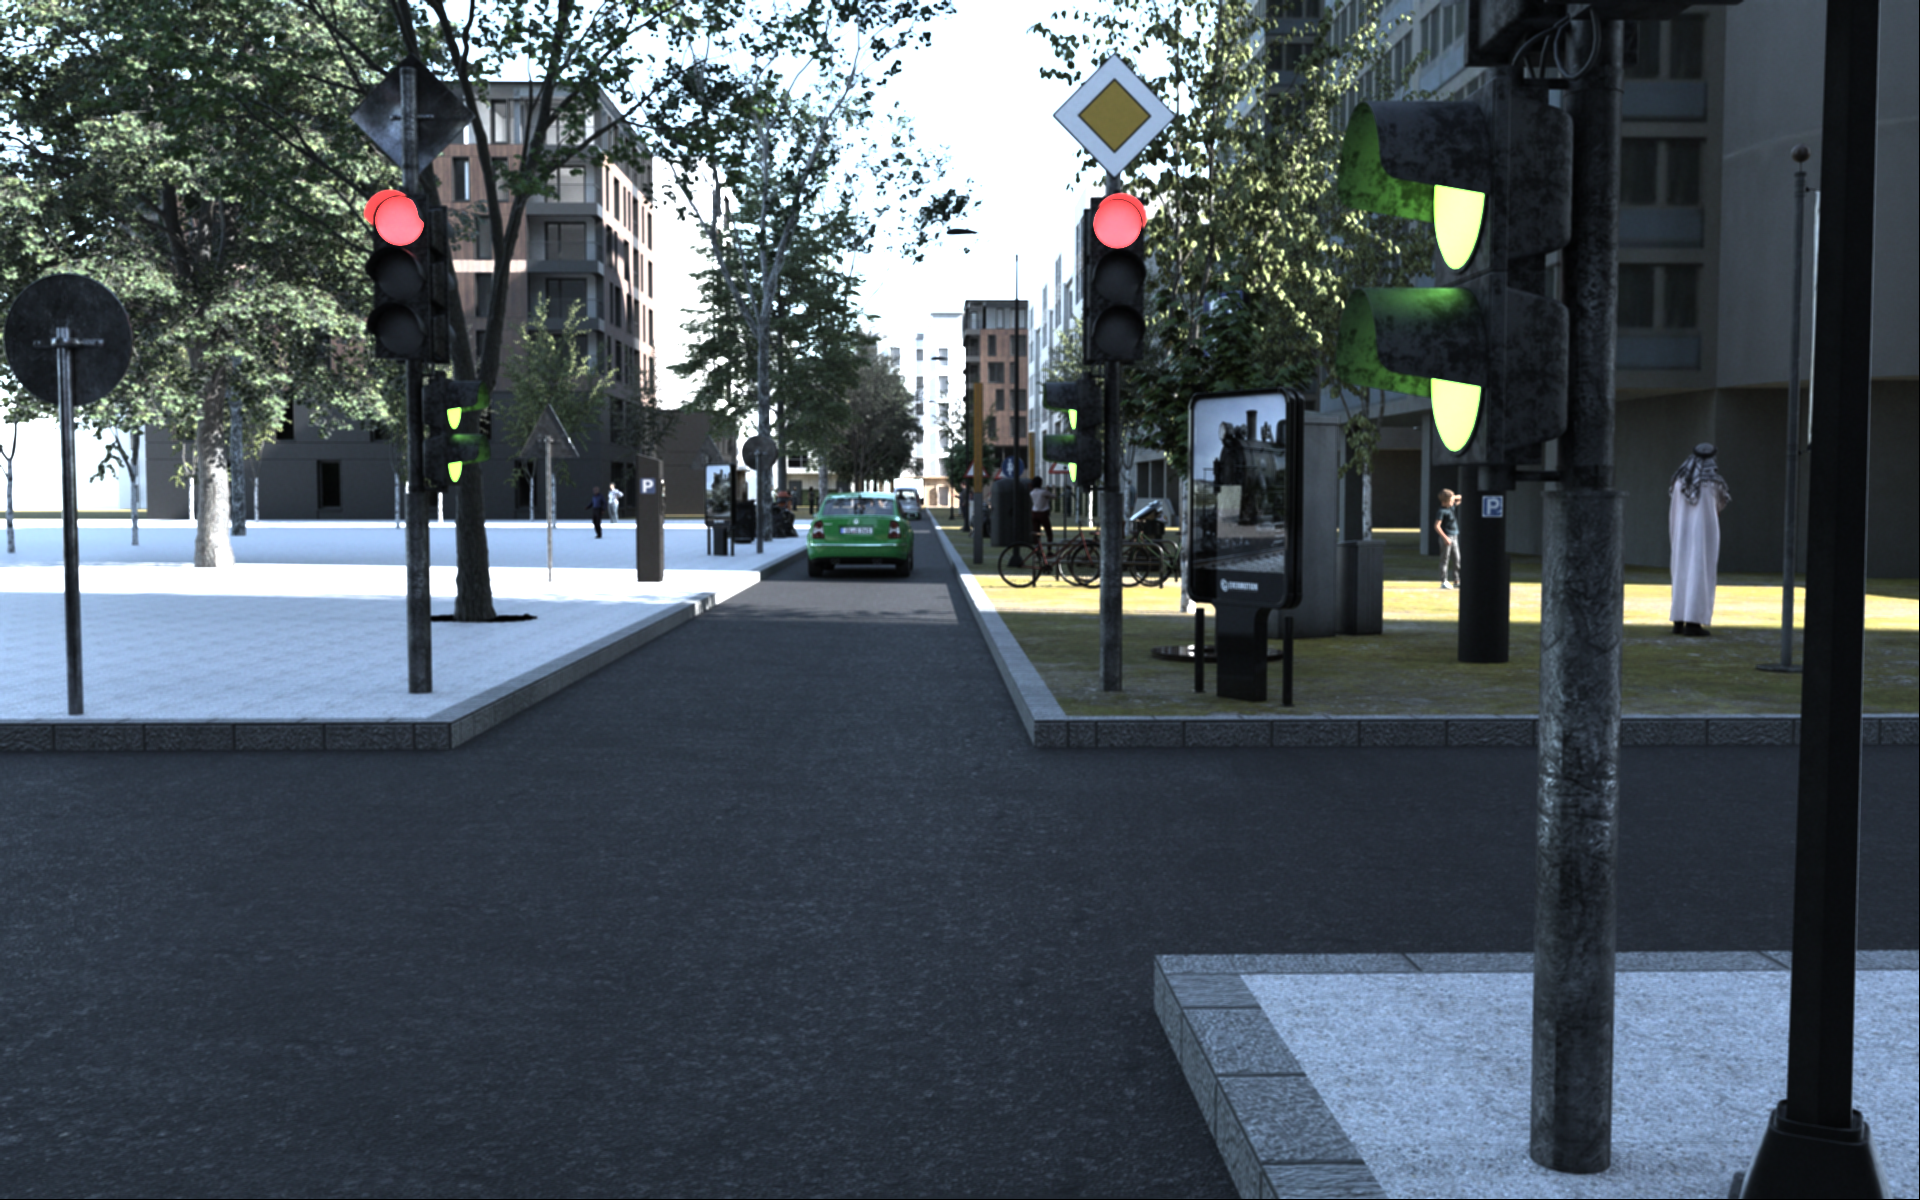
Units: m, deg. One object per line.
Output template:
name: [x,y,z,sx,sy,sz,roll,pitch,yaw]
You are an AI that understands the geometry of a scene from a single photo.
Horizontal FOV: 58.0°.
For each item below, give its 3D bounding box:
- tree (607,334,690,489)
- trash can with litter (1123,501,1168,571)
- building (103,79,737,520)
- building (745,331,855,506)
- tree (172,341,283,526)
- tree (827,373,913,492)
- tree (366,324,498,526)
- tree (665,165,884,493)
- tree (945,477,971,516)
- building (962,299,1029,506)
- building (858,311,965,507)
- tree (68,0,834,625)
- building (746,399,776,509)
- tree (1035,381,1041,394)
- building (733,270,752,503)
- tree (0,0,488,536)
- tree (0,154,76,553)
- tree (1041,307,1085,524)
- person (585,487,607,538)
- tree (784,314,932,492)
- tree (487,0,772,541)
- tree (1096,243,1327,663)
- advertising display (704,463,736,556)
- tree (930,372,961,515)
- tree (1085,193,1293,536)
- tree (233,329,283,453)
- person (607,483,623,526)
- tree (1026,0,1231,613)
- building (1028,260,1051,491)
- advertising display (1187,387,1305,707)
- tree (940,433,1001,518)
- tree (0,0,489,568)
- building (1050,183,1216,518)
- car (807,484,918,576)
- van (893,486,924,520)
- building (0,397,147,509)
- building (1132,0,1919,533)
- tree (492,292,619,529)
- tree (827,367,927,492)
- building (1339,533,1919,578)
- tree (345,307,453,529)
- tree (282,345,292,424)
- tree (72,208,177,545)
tree: [-14.642,-7.967,80.620,4.360,8.622,3.978,0,3,0]
trash can with litter: [2.895,-1.065,28.801,1.055,1.170,0.624,0,4,-6]
building: [-28.867,-15.789,102.123,27.936,21.610,32.646,0,4,-1]
building: [-26.843,-19.524,185.677,31.486,18.905,16.747,0,4,-1]
tree: [-30.991,-7.319,70.028,4.737,8.622,4.395,0,3,0]
tree: [-8.841,-15.722,163.707,9.857,13.997,8.962,0,3,0]
tree: [-21.052,-7.335,70.297,4.360,8.622,3.978,0,3,0]
tree: [-6.426,-8.725,60.789,7.486,12.596,7.792,0,3,0]
tree: [0.135,-6.598,102.476,1.663,3.219,1.824,0,3,0]
building: [16.582,-21.322,192.583,32.646,21.610,27.936,0,4,-1]
building: [-5.341,-20.125,185.465,11.380,20.091,16.016,0,4,-1]
tree: [-4.892,-5.603,17.367,9.928,11.665,9.643,0,3,0]
building: [-30.375,-12.707,149.908,28.070,9.664,9.099,0,4,-1]
tree: [5.372,-6.728,60.369,4.360,8.622,3.978,0,3,0]
building: [-23.335,-16.405,124.636,16.016,20.091,11.380,0,4,-1]
tree: [-23.441,-12.104,53.796,12.611,20.169,13.585,0,3,0]
tree: [-20.848,-5.362,38.030,4.737,8.622,4.395,0,3,0]
tree: [5.192,-6.279,53.031,4.360,8.622,3.978,0,3,0]
person: [-10.640,-2.551,50.451,0.600,1.496,0.574,-2,4,-31]
tree: [-6.891,-12.610,116.543,12.009,13.543,11.850,0,3,0]
tree: [-6.710,-11.681,46.870,12.611,20.169,13.585,0,3,0]
tree: [2.086,-1.151,13.414,1.663,3.219,1.824,0,3,0]
advertising display: [-5.003,-1.891,36.137,0.123,1.923,0.974,-3,5,-43]
tree: [0.244,-9.513,105.903,4.737,8.622,4.395,0,3,0]
tree: [5.790,-5.596,41.862,4.360,8.622,3.978,0,3,0]
tree: [-27.528,-6.993,64.698,4.360,8.622,3.978,0,3,0]
person: [-13.828,-3.815,69.139,0.376,1.734,0.841,-3,5,-42]
tree: [2.699,-4.175,18.622,4.737,8.622,4.395,0,3,0]
building: [14.860,-16.695,139.427,16.747,18.905,31.486,0,4,-1]
advertising display: [1.764,-0.341,10.797,0.123,1.923,0.974,-2,4,-31]
tree: [0.571,-6.642,92.315,4.285,4.588,4.351,0,3,0]
tree: [-13.138,-7.533,29.825,9.857,13.997,8.962,0,3,0]
building: [15.353,-14.735,107.380,16.747,18.905,31.486,0,4,-1]
car: [-1.758,-1.388,31.496,1.959,1.807,4.718,0,3,0]
van: [-3.015,-5.523,97.318,2.013,2.044,4.112,0,4,0]
building: [-70.367,-12.644,148.872,28.070,9.664,9.099,0,4,-1]
building: [24.169,-23.355,73.741,32.217,40.220,23.993,0,4,-1]
tree: [-14.831,-6.956,64.097,4.737,8.622,4.395,0,3,0]
tree: [-7.366,-14.171,148.695,9.611,12.733,9.660,0,3,0]
building: [21.029,-20.911,33.771,23.993,40.220,32.217,0,4,-1]
tree: [-20.592,-6.948,63.960,4.737,8.622,4.395,0,3,0]
tree: [-32.046,-7.833,78.436,4.737,8.622,4.395,0,3,0]
tree: [-21.017,-5.686,43.326,4.360,8.622,3.978,0,3,0]
